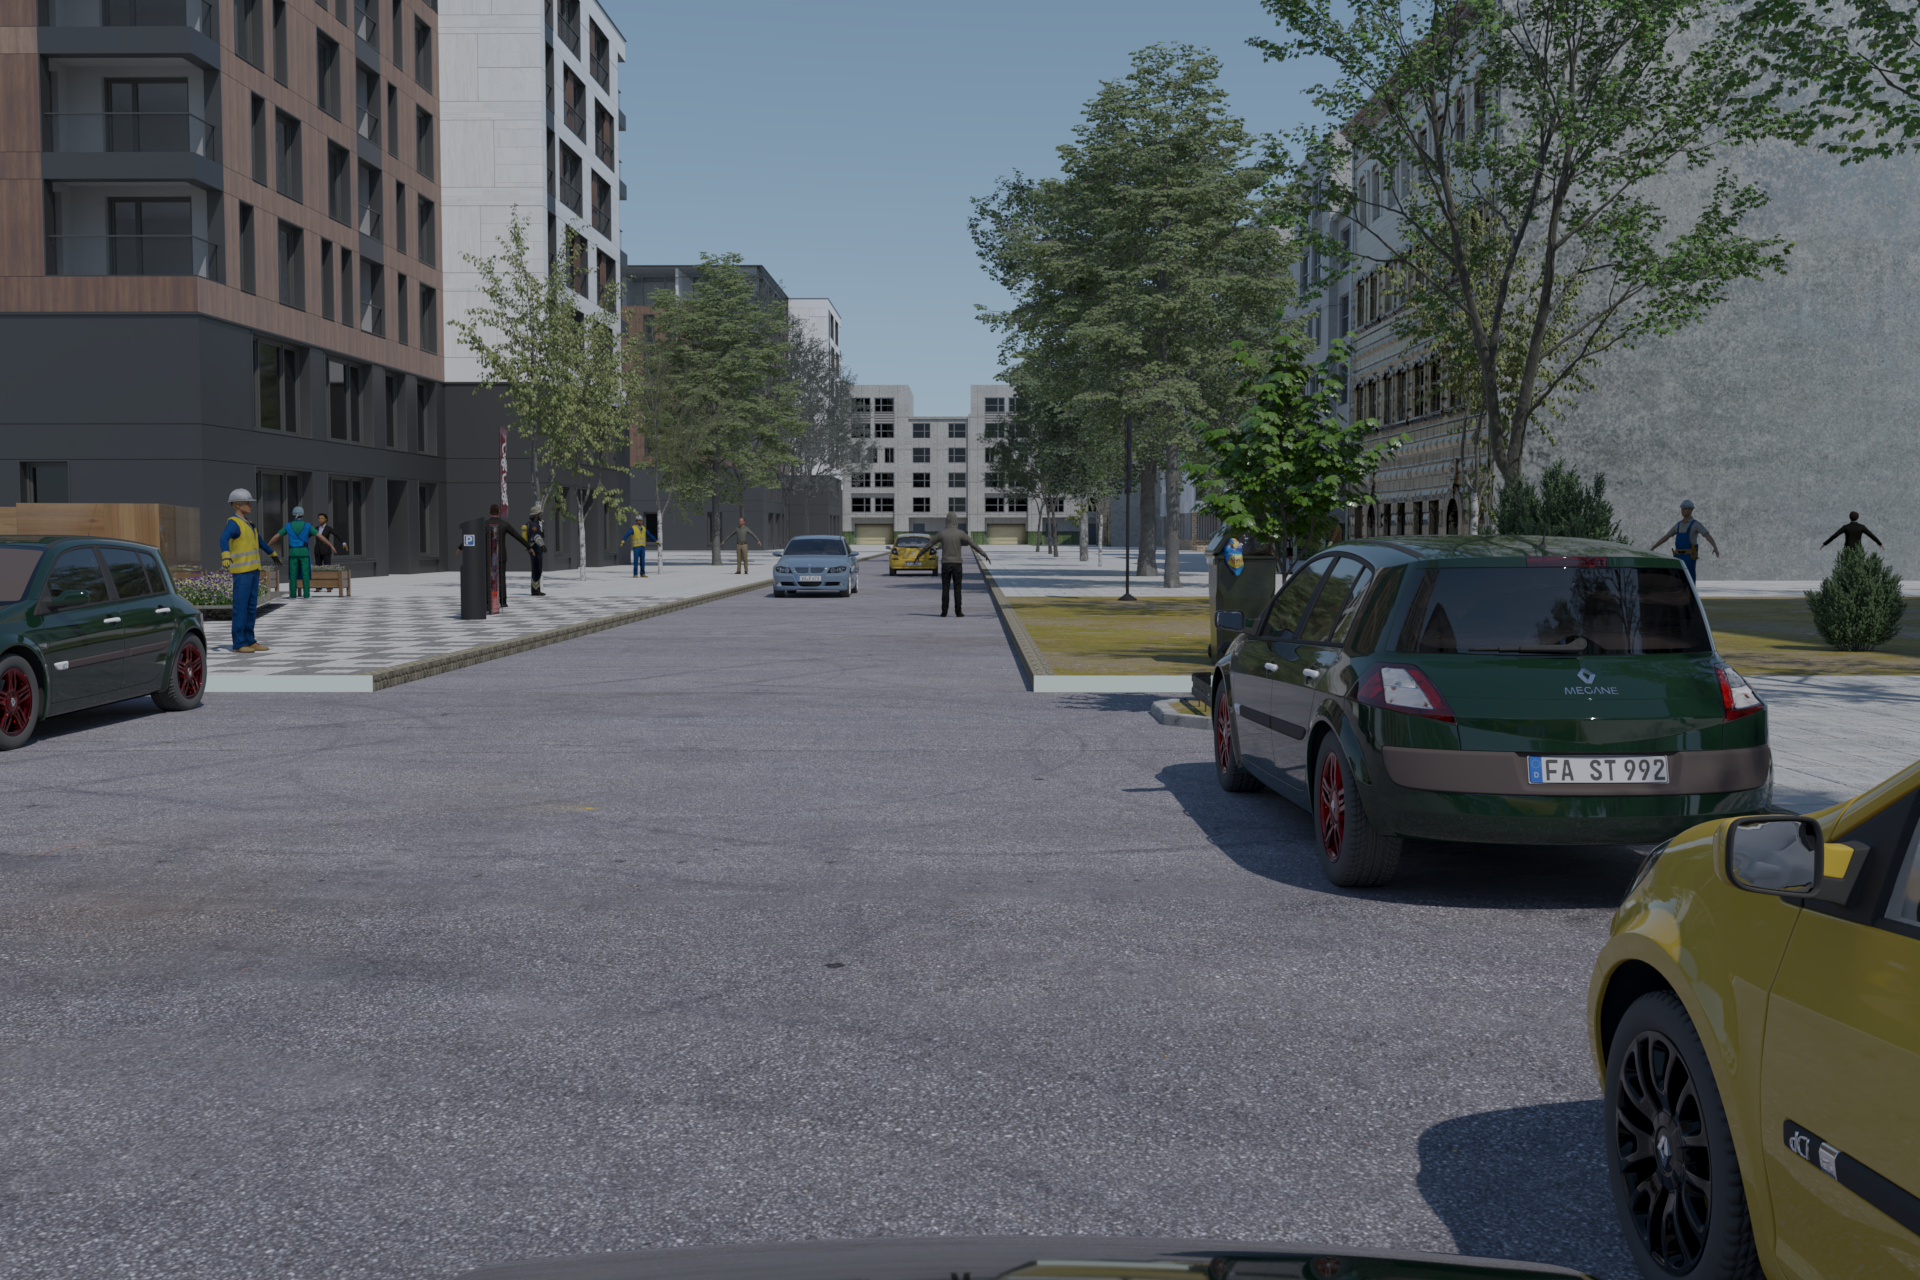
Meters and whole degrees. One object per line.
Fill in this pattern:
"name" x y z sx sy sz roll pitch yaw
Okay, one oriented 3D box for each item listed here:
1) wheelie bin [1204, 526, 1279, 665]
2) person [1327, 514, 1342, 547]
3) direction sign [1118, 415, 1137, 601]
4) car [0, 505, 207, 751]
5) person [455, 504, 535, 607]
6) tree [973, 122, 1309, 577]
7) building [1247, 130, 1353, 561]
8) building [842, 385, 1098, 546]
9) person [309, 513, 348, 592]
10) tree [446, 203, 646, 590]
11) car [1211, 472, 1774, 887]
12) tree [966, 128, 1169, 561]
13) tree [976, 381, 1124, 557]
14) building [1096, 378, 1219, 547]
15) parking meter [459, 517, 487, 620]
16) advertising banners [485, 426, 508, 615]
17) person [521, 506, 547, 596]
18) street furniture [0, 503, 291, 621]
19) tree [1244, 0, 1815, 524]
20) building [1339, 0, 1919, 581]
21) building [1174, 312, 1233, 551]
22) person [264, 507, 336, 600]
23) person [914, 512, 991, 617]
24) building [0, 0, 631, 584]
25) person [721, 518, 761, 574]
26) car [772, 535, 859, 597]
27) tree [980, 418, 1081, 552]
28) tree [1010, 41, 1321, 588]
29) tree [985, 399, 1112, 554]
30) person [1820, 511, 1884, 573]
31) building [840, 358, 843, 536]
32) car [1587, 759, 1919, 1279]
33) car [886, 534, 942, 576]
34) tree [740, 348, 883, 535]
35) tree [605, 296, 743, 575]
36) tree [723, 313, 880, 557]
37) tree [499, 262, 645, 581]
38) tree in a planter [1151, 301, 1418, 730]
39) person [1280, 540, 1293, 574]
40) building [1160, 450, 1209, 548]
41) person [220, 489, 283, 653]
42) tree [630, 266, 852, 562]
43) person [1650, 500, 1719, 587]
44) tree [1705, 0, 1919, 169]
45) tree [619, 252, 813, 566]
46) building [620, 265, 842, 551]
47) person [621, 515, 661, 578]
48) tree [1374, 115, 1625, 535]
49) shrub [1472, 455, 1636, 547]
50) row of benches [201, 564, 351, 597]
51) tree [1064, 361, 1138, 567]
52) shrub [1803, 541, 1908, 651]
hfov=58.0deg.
"wheelie bin" 2.775 -0.557 17.010 0.693 1.594 0.980 0 3 0
"person" 10.036 -2.468 46.485 0.704 1.812 1.346 1 4 17
"direction sign" 3.232 -2.528 33.337 0.379 3.537 0.876 0 4 -1
"car" -7.101 -0.177 12.688 2.009 1.686 4.222 0 4 1
"person" -8.129 -1.472 30.298 1.346 1.802 0.704 -1 4 -15
"tree" 5.585 -8.907 52.284 9.857 13.997 8.962 0 3 0
"building" 24.634 -13.342 84.592 16.747 18.905 31.486 0 4 0
"building" 1.347 -20.976 211.880 31.486 18.905 16.747 0 4 1
"person" -14.005 -1.912 37.988 1.216 1.740 0.721 0 4 5
"tree" -9.417 -5.456 39.573 4.737 8.622 4.395 0 3 0
"car" 2.326 0.083 8.434 2.009 1.686 4.222 0 4 -1
"tree" 7.035 -13.713 80.098 12.611 20.169 13.585 0 3 0
"tree" 5.295 -9.899 96.261 8.767 10.594 7.601 -1 4 -10
"building" 24.375 -21.504 182.525 19.493 23.208 18.063 0 4 0
"parking meter" -7.303 -1.074 25.966 0.372 1.533 0.369 0 3 0
"advertising banners" -7.430 -1.914 27.487 0.090 3.025 2.074 0 4 1
"person" -8.765 -1.845 35.950 0.705 1.856 1.354 -1 4 -20
"street furniture" -13.729 -1.314 28.344 9.812 1.723 11.010 -1 4 -17
"tree" 7.850 -6.051 24.682 9.928 11.665 9.643 0 3 0
"building" 23.851 -13.761 55.918 19.493 23.208 18.063 0 4 0
"building" 22.850 -17.573 143.734 16.016 20.090 11.380 0 4 0
"person" -12.927 -1.699 33.898 1.347 1.817 0.704 -1 4 -13
"person" -0.140 -1.303 29.887 1.348 1.813 0.705 0 4 5
"building" -27.914 -12.972 56.067 27.936 21.610 32.646 0 4 1
"person" -6.969 -3.000 55.319 1.348 1.796 0.705 1 4 11
"car" -3.342 -1.754 40.680 2.014 1.417 4.499 0 4 0
"tree" 5.542 -11.417 121.076 8.767 10.594 7.601 -1 4 -19
"tree" 4.637 -7.513 40.970 7.486 12.596 7.792 0 3 0
"tree" 5.806 -10.779 110.649 8.767 10.594 7.601 0 4 2
"person" 20.549 -2.061 39.878 1.347 1.806 0.705 1 4 17
"building" -27.544 -20.918 185.976 27.936 21.610 32.646 0 4 0
"car" 2.135 0.502 2.024 2.015 1.641 3.980 0 4 0
"car" -1.599 -3.067 60.363 2.015 1.641 3.980 0 4 -1
"tree" -10.033 -12.441 113.785 12.009 13.543 11.850 0 3 0
"tree" -9.716 -6.377 54.626 4.360 8.622 3.978 0 3 0
"tree" -9.759 -11.411 96.936 12.009 13.543 11.850 0 3 0
"tree" -10.286 -5.900 46.834 4.737 8.622 4.395 0 3 0
"tree in a planter" 2.517 -0.988 13.379 1.991 3.239 1.994 0 4 0
"person" 10.459 -3.008 55.332 1.345 1.843 0.704 0 4 4
"building" 24.302 -18.817 164.070 16.016 20.090 11.380 0 4 1
"person" -7.704 -0.756 18.829 0.721 1.772 1.216 0 4 5
"tree" -10.058 -10.363 79.800 12.009 13.543 11.850 0 3 0
"person" 11.950 -1.388 28.544 0.705 1.847 1.347 -2 4 -31
"tree" 8.571 -5.234 11.327 9.928 11.665 9.643 0 3 0
"tree" -9.797 -9.264 69.596 7.486 12.596 7.792 0 3 0
"building" -25.340 -18.598 148.051 27.936 21.610 32.646 0 4 1
"person" -9.426 -2.751 50.950 1.349 1.833 0.705 -3 5 -41
"tree" 9.594 -4.955 31.375 4.737 8.622 4.395 0 3 0
"shrub" 5.937 -0.818 17.410 1.661 2.075 1.752 0 3 0
"row of benches" -14.411 -1.210 35.254 4.104 0.672 1.422 0 4 -4
"tree" 5.573 -7.191 67.943 4.737 8.622 4.395 0 3 0
"shrub" 9.840 -0.484 19.033 1.383 1.207 1.383 0 3 0
